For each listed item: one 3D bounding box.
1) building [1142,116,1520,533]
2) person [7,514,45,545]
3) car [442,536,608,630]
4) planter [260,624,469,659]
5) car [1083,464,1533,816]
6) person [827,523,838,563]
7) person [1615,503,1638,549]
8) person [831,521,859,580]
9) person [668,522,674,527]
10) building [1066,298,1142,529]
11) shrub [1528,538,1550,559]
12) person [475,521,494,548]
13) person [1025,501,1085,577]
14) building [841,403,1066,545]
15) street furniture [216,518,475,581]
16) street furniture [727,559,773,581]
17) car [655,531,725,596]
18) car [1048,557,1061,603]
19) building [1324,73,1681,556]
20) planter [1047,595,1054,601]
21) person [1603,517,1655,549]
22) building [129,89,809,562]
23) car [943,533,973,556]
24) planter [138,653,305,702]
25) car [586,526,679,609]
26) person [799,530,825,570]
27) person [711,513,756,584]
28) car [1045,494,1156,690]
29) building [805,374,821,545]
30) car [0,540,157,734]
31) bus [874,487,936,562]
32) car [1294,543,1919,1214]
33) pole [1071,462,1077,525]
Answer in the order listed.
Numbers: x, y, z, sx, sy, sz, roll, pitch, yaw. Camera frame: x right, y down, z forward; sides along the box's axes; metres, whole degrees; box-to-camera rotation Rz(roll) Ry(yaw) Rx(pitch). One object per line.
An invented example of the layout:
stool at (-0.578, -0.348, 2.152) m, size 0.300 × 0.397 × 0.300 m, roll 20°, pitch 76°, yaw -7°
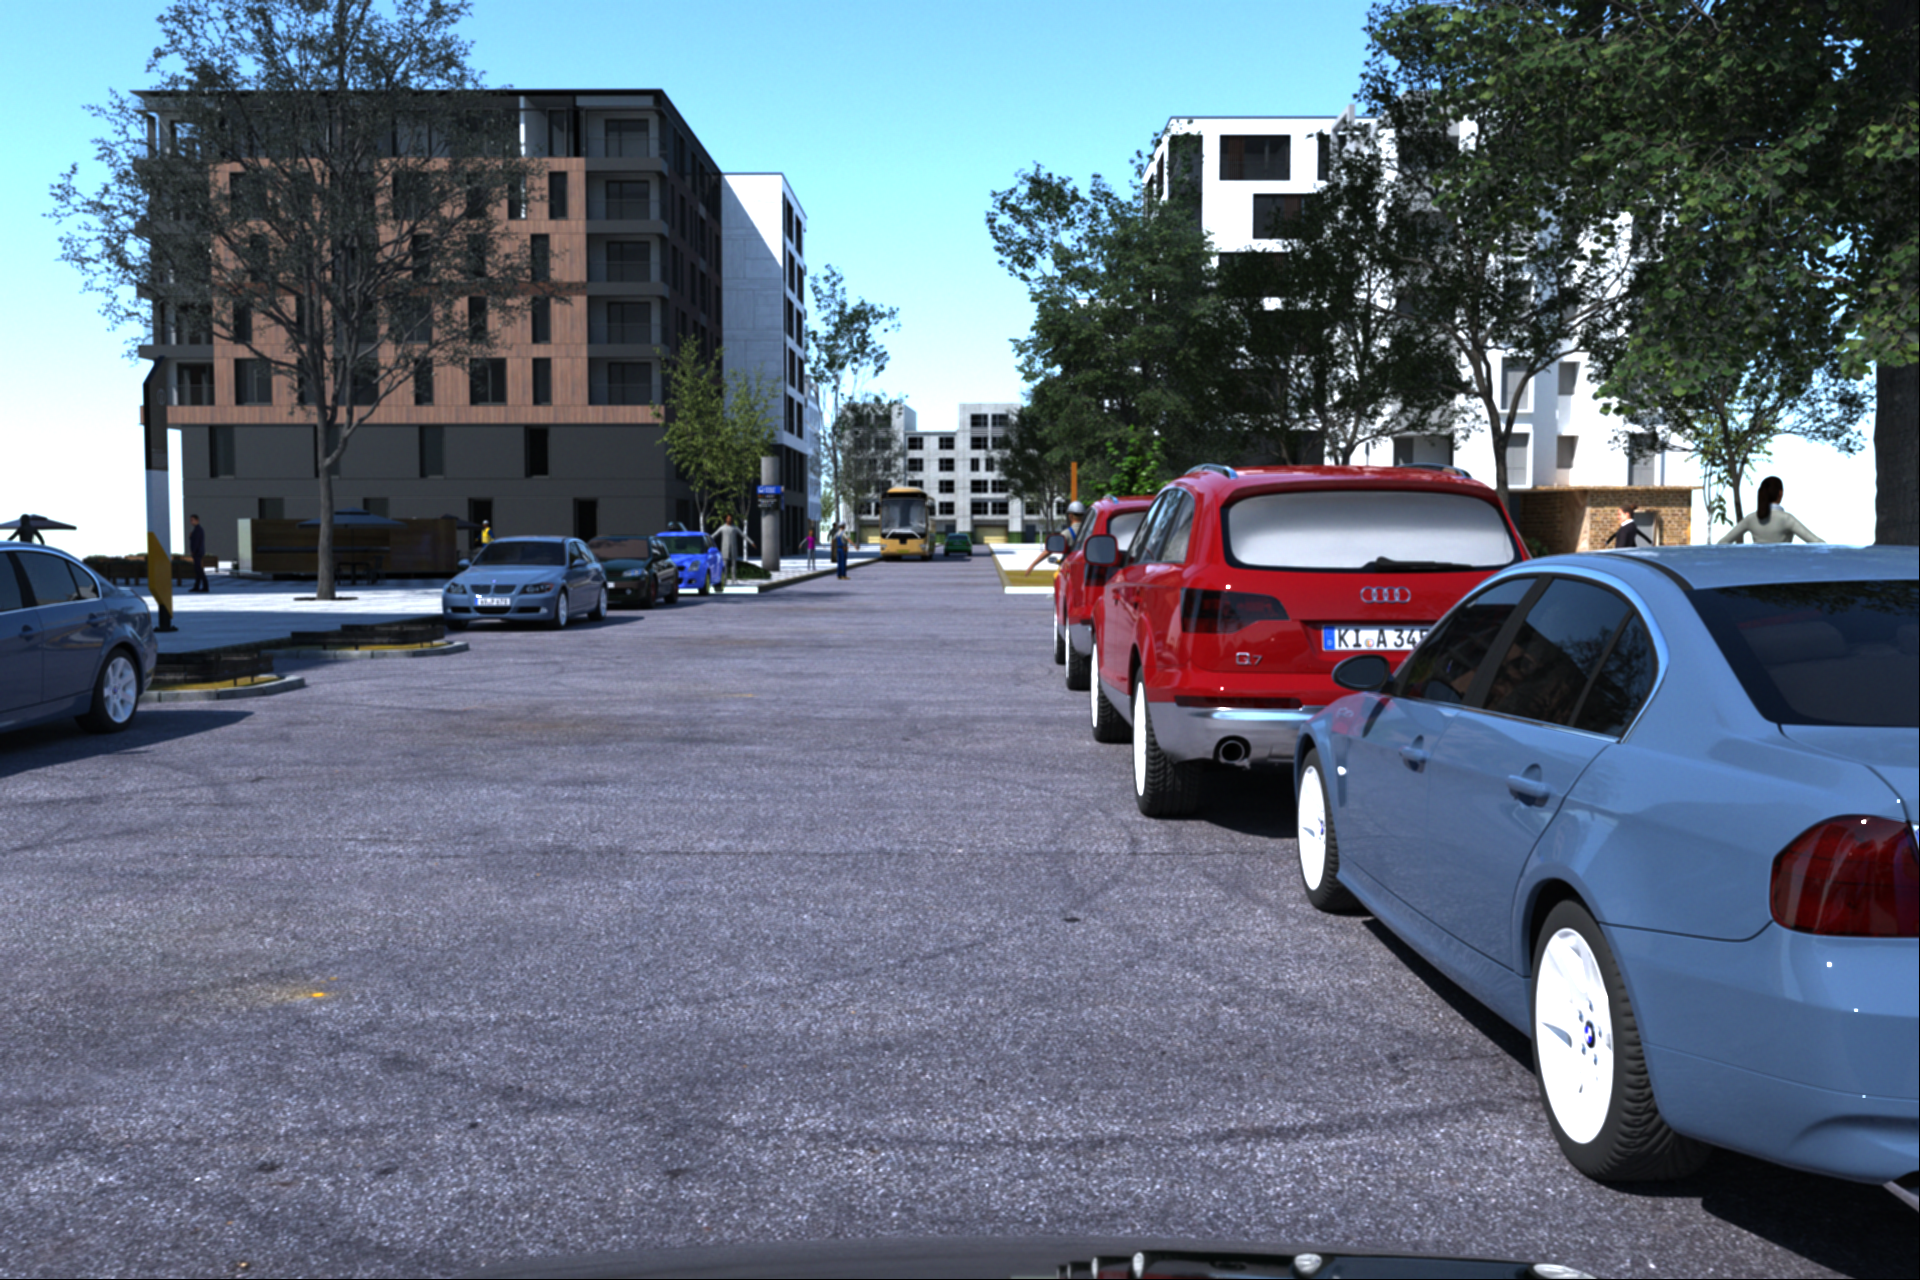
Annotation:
building at (24.326, -15.742, 101.356) m, size 27.936 × 21.610 × 32.646 m, roll 0°, pitch 4°, yaw 0°
person at (-24.818, -2.438, 45.995) m, size 0.705 × 1.813 × 1.348 m, roll 1°, pitch 4°, yaw 20°
car at (-6.777, -0.942, 27.409) m, size 2.014 × 1.417 × 4.499 m, roll 0°, pitch 4°, yaw 1°
planter at (-7.065, 0.014, 20.916) m, size 1.991 × 0.319 × 1.994 m, roll 0°, pitch 4°, yaw 1°
car at (1.918, -0.101, 10.323) m, size 2.281 × 1.827 × 5.304 m, roll 0°, pitch 4°, yaw 0°
person at (-5.583, -4.345, 77.320) m, size 0.705 × 1.796 × 1.348 m, roll -3°, pitch 4°, yaw -38°
person at (9.464, -1.097, 24.784) m, size 0.445 × 1.727 × 0.742 m, roll 0°, pitch 4°, yaw 8°
person at (-3.698, -2.837, 54.703) m, size 0.705 × 1.847 × 1.347 m, roll -3°, pitch 5°, yaw -42°
person at (-13.029, -4.420, 78.394) m, size 0.704 × 1.817 × 1.347 m, roll -3°, pitch 4°, yaw -38°
building at (24.046, -19.703, 166.116) m, size 27.936 × 21.610 × 32.646 m, roll 0°, pitch 4°, yaw 1°
shrub at (15.762, -2.243, 47.792) m, size 1.383 × 1.207 × 1.383 m, roll 0°, pitch 3°, yaw 0°
person at (-19.363, -3.959, 70.706) m, size 1.349 × 1.833 × 0.705 m, roll 3°, pitch 5°, yaw 43°
person at (1.454, -0.830, 21.881) m, size 1.347 × 1.847 × 0.705 m, roll -2°, pitch 4°, yaw -27°
building at (0.435, -22.692, 239.934) m, size 31.486 × 18.905 × 16.747 m, roll 0°, pitch 4°, yaw 5°
street furniture at (-17.279, -2.783, 52.357) m, size 9.812 × 1.723 × 11.010 m, roll -2°, pitch 4°, yaw -33°
street furniture at (-8.449, -2.250, 52.411) m, size 5.734 × 0.657 × 10.072 m, roll 0°, pitch 4°, yaw -5°
car at (-6.665, -1.941, 41.324) m, size 1.945 × 1.707 × 3.694 m, roll 0°, pitch 4°, yaw 0°
car at (2.623, -1.289, 31.297) m, size 2.015 × 1.641 × 3.980 m, roll 0°, pitch 4°, yaw 0°
building at (21.763, -13.528, 77.600) m, size 16.016 × 20.090 × 11.380 m, roll 0°, pitch 4°, yaw 1°
planter at (2.905, -1.026, 37.917) m, size 1.991 × 0.319 × 1.994 m, roll 0°, pitch 4°, yaw 1°
person at (16.352, -2.177, 42.323) m, size 1.216 × 1.740 × 0.721 m, roll 2°, pitch 4°, yaw 30°
building at (-24.000, -15.431, 96.265) m, size 27.936 × 21.610 × 32.646 m, roll 0°, pitch 4°, yaw 1°
car at (-0.114, -6.330, 112.293) m, size 1.959 × 1.807 × 4.718 m, roll 0°, pitch 4°, yaw 1°
planter at (-7.130, 0.331, 15.729) m, size 1.991 × 0.319 × 1.994 m, roll 0°, pitch 4°, yaw 1°
car at (-6.704, -1.503, 34.363) m, size 2.009 × 1.686 × 4.222 m, roll 0°, pitch 4°, yaw 0°
person at (-5.273, -3.208, 61.721) m, size 0.991 × 1.433 × 0.599 m, roll -2°, pitch 4°, yaw -26°
person at (-5.899, -2.333, 44.325) m, size 1.347 × 1.806 × 0.705 m, roll -1°, pitch 4°, yaw -15°
car at (2.015, -0.535, 17.426) m, size 2.281 × 1.827 × 5.304 m, roll 0°, pitch 4°, yaw 1°
building at (-22.620, -21.336, 205.266) m, size 16.016 × 20.090 × 11.380 m, roll 0°, pitch 4°, yaw 0°
car at (-6.932, 0.046, 11.246) m, size 2.014 × 1.417 × 4.499 m, roll 0°, pitch 4°, yaw 1°
bus at (-2.770, -6.241, 93.582) m, size 2.896 × 3.916 × 12.252 m, roll 0°, pitch 4°, yaw 1°
car at (2.218, 0.420, 5.137) m, size 2.014 × 1.417 × 4.499 m, roll 0°, pitch 4°, yaw -1°
pole at (3.229, -3.382, 49.132) m, size 0.158 × 3.312 × 0.155 m, roll 0°, pitch 3°, yaw 0°
